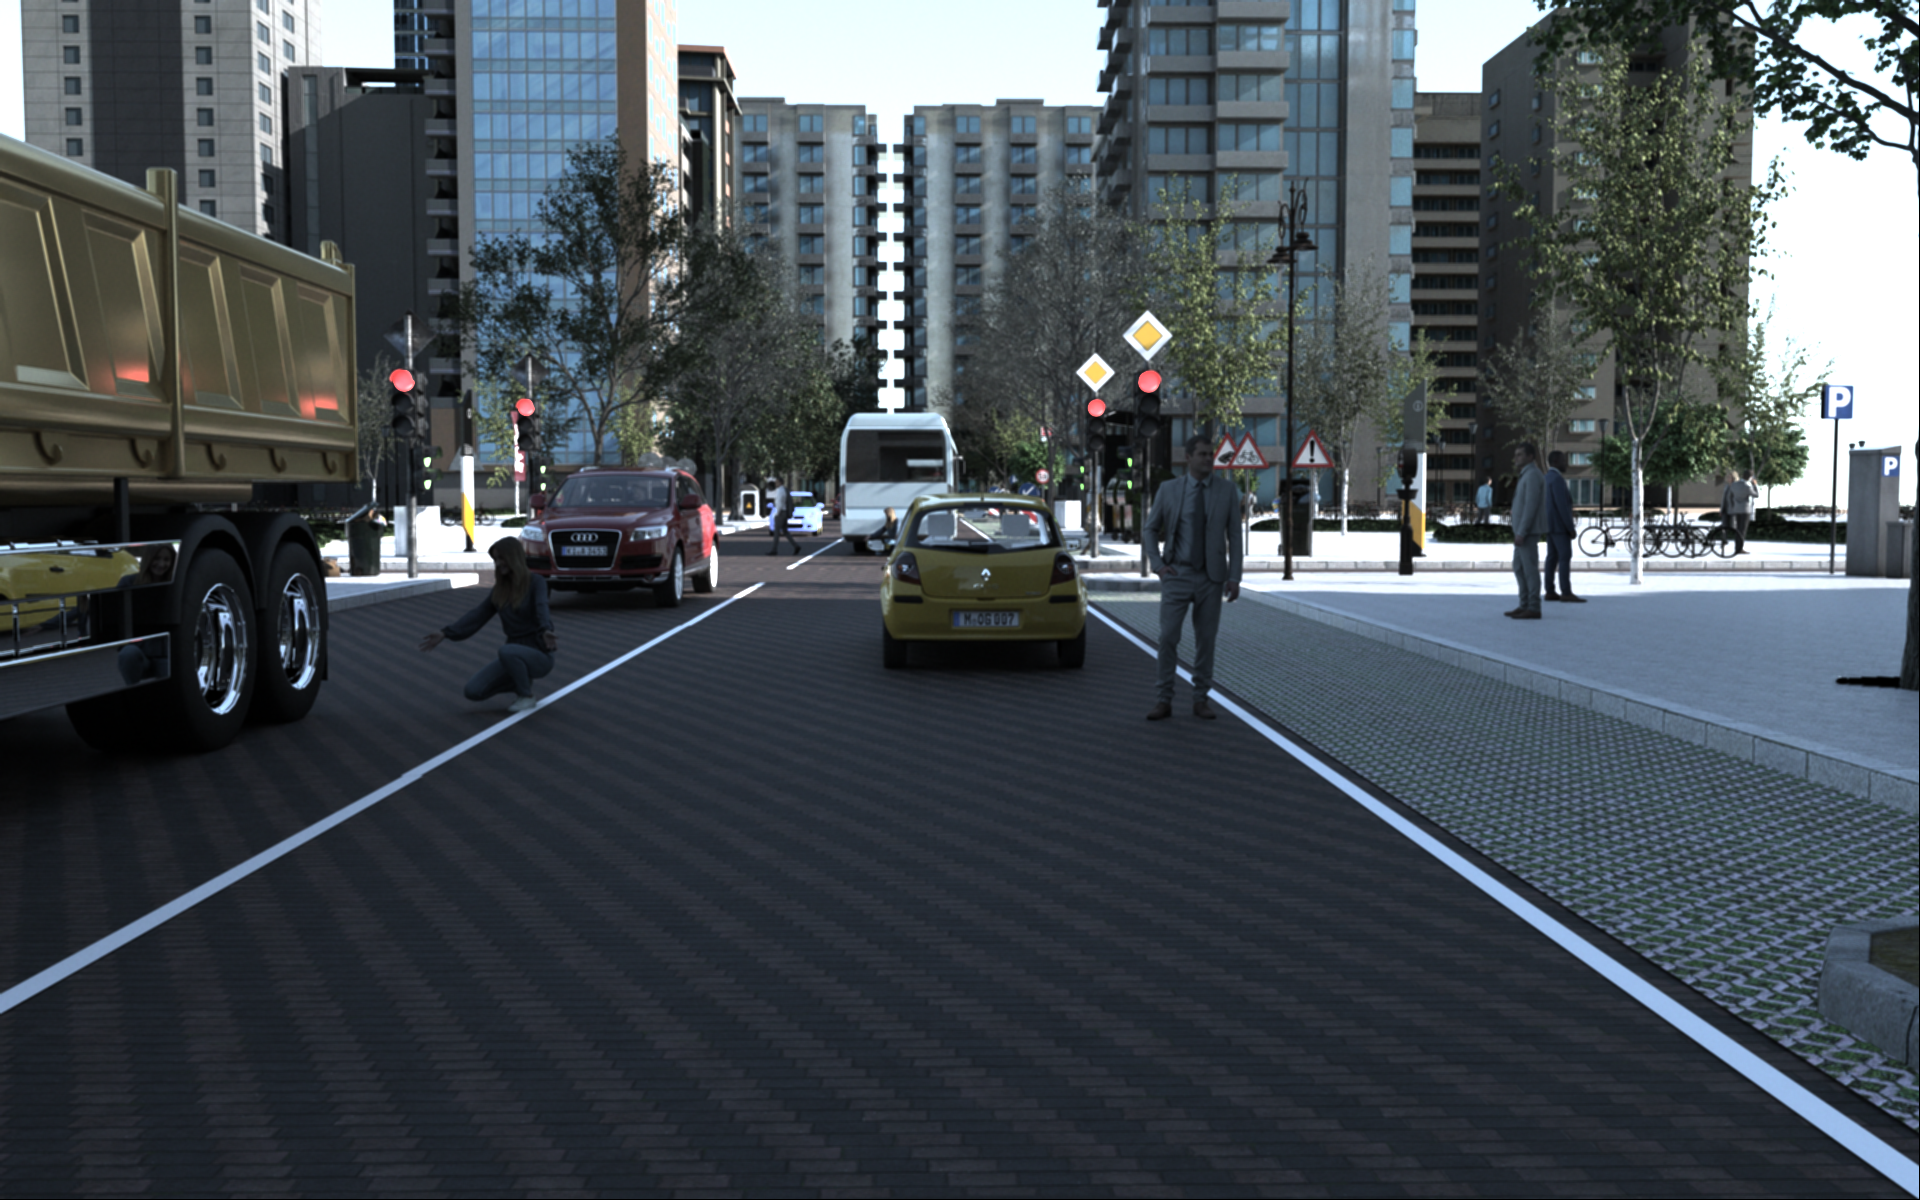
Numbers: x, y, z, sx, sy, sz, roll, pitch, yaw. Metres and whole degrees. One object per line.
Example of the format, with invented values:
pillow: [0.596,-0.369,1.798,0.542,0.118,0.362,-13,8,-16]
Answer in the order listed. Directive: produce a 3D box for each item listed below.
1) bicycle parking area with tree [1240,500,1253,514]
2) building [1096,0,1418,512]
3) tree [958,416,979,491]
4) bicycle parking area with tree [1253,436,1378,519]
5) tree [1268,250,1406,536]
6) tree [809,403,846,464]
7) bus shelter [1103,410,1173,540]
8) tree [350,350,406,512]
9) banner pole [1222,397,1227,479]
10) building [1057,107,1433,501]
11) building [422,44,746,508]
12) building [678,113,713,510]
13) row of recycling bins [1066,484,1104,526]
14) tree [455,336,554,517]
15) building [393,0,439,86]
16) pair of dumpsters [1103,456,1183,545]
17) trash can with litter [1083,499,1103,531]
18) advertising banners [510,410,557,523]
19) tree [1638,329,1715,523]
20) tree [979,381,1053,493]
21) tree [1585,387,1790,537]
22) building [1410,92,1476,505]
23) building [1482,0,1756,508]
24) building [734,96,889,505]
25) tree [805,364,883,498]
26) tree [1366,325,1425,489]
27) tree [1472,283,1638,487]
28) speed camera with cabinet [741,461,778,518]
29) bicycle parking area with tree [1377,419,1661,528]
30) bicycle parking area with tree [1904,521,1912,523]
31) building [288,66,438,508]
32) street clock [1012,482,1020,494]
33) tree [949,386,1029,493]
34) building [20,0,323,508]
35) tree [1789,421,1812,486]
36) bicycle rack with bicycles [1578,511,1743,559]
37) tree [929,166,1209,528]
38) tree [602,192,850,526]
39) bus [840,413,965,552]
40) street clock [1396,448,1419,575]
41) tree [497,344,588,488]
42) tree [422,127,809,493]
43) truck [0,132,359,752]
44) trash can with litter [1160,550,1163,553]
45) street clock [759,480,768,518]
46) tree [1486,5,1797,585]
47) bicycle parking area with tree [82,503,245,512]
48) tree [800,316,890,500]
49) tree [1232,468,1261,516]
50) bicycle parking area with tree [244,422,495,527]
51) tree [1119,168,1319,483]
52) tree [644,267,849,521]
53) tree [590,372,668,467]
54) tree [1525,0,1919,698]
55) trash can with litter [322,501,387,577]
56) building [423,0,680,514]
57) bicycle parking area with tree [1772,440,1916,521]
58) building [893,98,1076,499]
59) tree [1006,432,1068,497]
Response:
bicycle parking area with tree: [13.336,-6.645,95.650,9.016,4.147,8.231,1,4,15]
building: [22.647,-31.709,138.056,23.786,49.044,30.456,0,4,-1]
tree: [2.162,-12.457,154.038,4.737,8.622,4.395,0,3,0]
bicycle parking area with tree: [20.464,-5.915,83.715,9.016,4.147,8.231,-3,4,-38]
tree: [11.719,-6.277,52.985,4.360,8.622,3.978,0,3,0]
tree: [-11.909,-10.703,109.412,7.601,10.594,8.767,-1,4,-23]
bus shelter: [5.078,-3.672,51.327,1.731,3.624,6.357,0,4,-1]
tree: [-30.214,-8.504,89.403,4.360,8.622,3.978,0,3,0]
banner pole: [6.627,-3.267,43.431,0.401,3.779,0.863,0,4,1]
building: [25.829,-28.996,165.967,32.217,40.220,23.993,0,4,-1]
building: [-34.302,-31.219,165.058,28.867,44.769,22.147,0,4,-1]
building: [-26.715,-21.994,131.302,14.160,30.474,14.107,0,4,-1]
row of recycling bins: [5.145,-3.919,71.186,1.069,1.692,3.534,-1,4,-12]
tree: [-20.530,-7.881,79.221,4.737,8.622,4.395,0,3,0]
building: [-54.708,-54.847,209.412,31.000,86.520,22.319,0,4,-1]
pair of dumpsters: [4.872,-2.655,45.911,1.574,2.255,4.437,0,4,-1]
trash can with litter: [4.483,-2.925,59.211,0.624,1.170,1.055,-1,4,-20]
advertising banners: [-9.012,-2.504,37.135,0.090,3.025,2.074,1,4,20]
tree: [31.192,-7.718,76.551,4.360,8.622,3.978,0,3,0]
tree: [3.905,-9.799,110.577,4.737,8.622,4.395,0,3,0]
tree: [21.726,-4.217,52.661,4.285,4.588,4.351,0,3,0]
building: [60.649,-36.019,212.613,21.600,48.544,21.300,0,4,-1]
building: [63.943,-33.257,167.456,21.600,48.544,21.300,0,4,-1]
building: [-23.994,-36.204,211.544,30.456,49.044,23.786,0,4,-1]
tree: [-12.055,-16.108,170.017,9.857,13.997,8.962,0,3,0]
tree: [19.507,-7.644,75.343,4.737,8.622,4.395,0,3,0]
tree: [20.070,-6.671,59.430,4.360,8.622,3.978,0,3,0]
speed camera with cabinet: [-10.935,-6.122,94.437,2.038,3.252,0.660,0,4,-5]
bicycle parking area with tree: [22.727,-4.960,68.096,9.016,4.147,8.231,-3,4,-37]
bicycle parking area with tree: [46.764,-5.769,81.327,8.231,4.147,9.016,-1,4,-14]
building: [-55.871,-29.712,169.386,14.086,41.232,14.154,0,4,-1]
street clock: [3.460,-6.247,106.708,0.471,2.002,0.358,-3,4,-38]
tree: [2.620,-15.849,176.143,9.611,12.733,9.660,0,3,0]
building: [-73.609,-44.451,165.028,20.611,71.187,20.563,0,4,-1]
tree: [33.140,-5.323,70.742,4.285,4.588,4.351,0,3,0]
bicycle rack with bicycles: [14.548,-1.351,35.474,2.925,0.926,2.852,3,5,43]
tree: [4.545,-9.517,65.969,12.009,13.543,11.850,0,3,0]
tree: [-9.674,-9.766,70.041,12.009,13.543,11.850,0,3,0]
bus: [-1.389,-3.131,46.053,2.948,3.499,13.247,0,4,1]
street clock: [7.070,-1.396,27.403,0.358,2.002,0.471,0,4,4]
tree: [-20.833,-8.278,85.702,4.360,8.622,3.978,0,3,0]
tree: [-9.479,-6.747,44.719,8.767,10.594,7.601,-2,4,-26]
truck: [-5.303,-0.693,7.247,3.469,3.379,9.791,0,4,-2]
trash can with litter: [5.314,-1.653,38.082,2.233,1.210,1.678,-1,4,-13]
street clock: [-10.368,-5.310,91.394,0.471,2.002,0.358,3,5,44]
tree: [9.502,-4.511,24.121,4.737,8.622,4.395,0,3,0]
bicycle parking area with tree: [-35.457,-5.836,82.426,9.016,4.147,8.231,1,4,22]
tree: [-14.615,-20.151,185.354,12.611,20.169,13.585,0,3,0]
tree: [16.989,-6.576,102.118,1.663,3.219,1.824,0,3,0]
bicycle parking area with tree: [-23.392,-5.122,70.754,9.016,4.147,8.231,-1,4,-9]
tree: [5.718,-5.466,39.726,4.737,8.622,4.395,0,3,0]
tree: [-10.820,-10.194,83.679,9.611,12.733,9.660,0,3,0]
tree: [-18.162,-8.878,95.520,4.737,8.622,4.395,0,3,0]
tree: [6.578,-5.217,11.052,9.928,11.665,9.643,0,3,0]
trash can with litter: [-9.502,-0.951,26.933,1.055,1.170,0.624,-2,4,-30]
building: [-26.848,-28.539,116.715,14.600,45.320,14.200,0,4,-1]
bicycle parking area with tree: [49.022,-6.612,95.109,9.016,4.147,8.231,2,4,35]
building: [7.100,-36.256,212.390,30.456,49.044,23.786,0,4,-1]
tree: [4.084,-6.585,91.373,4.285,4.588,4.351,0,3,0]
